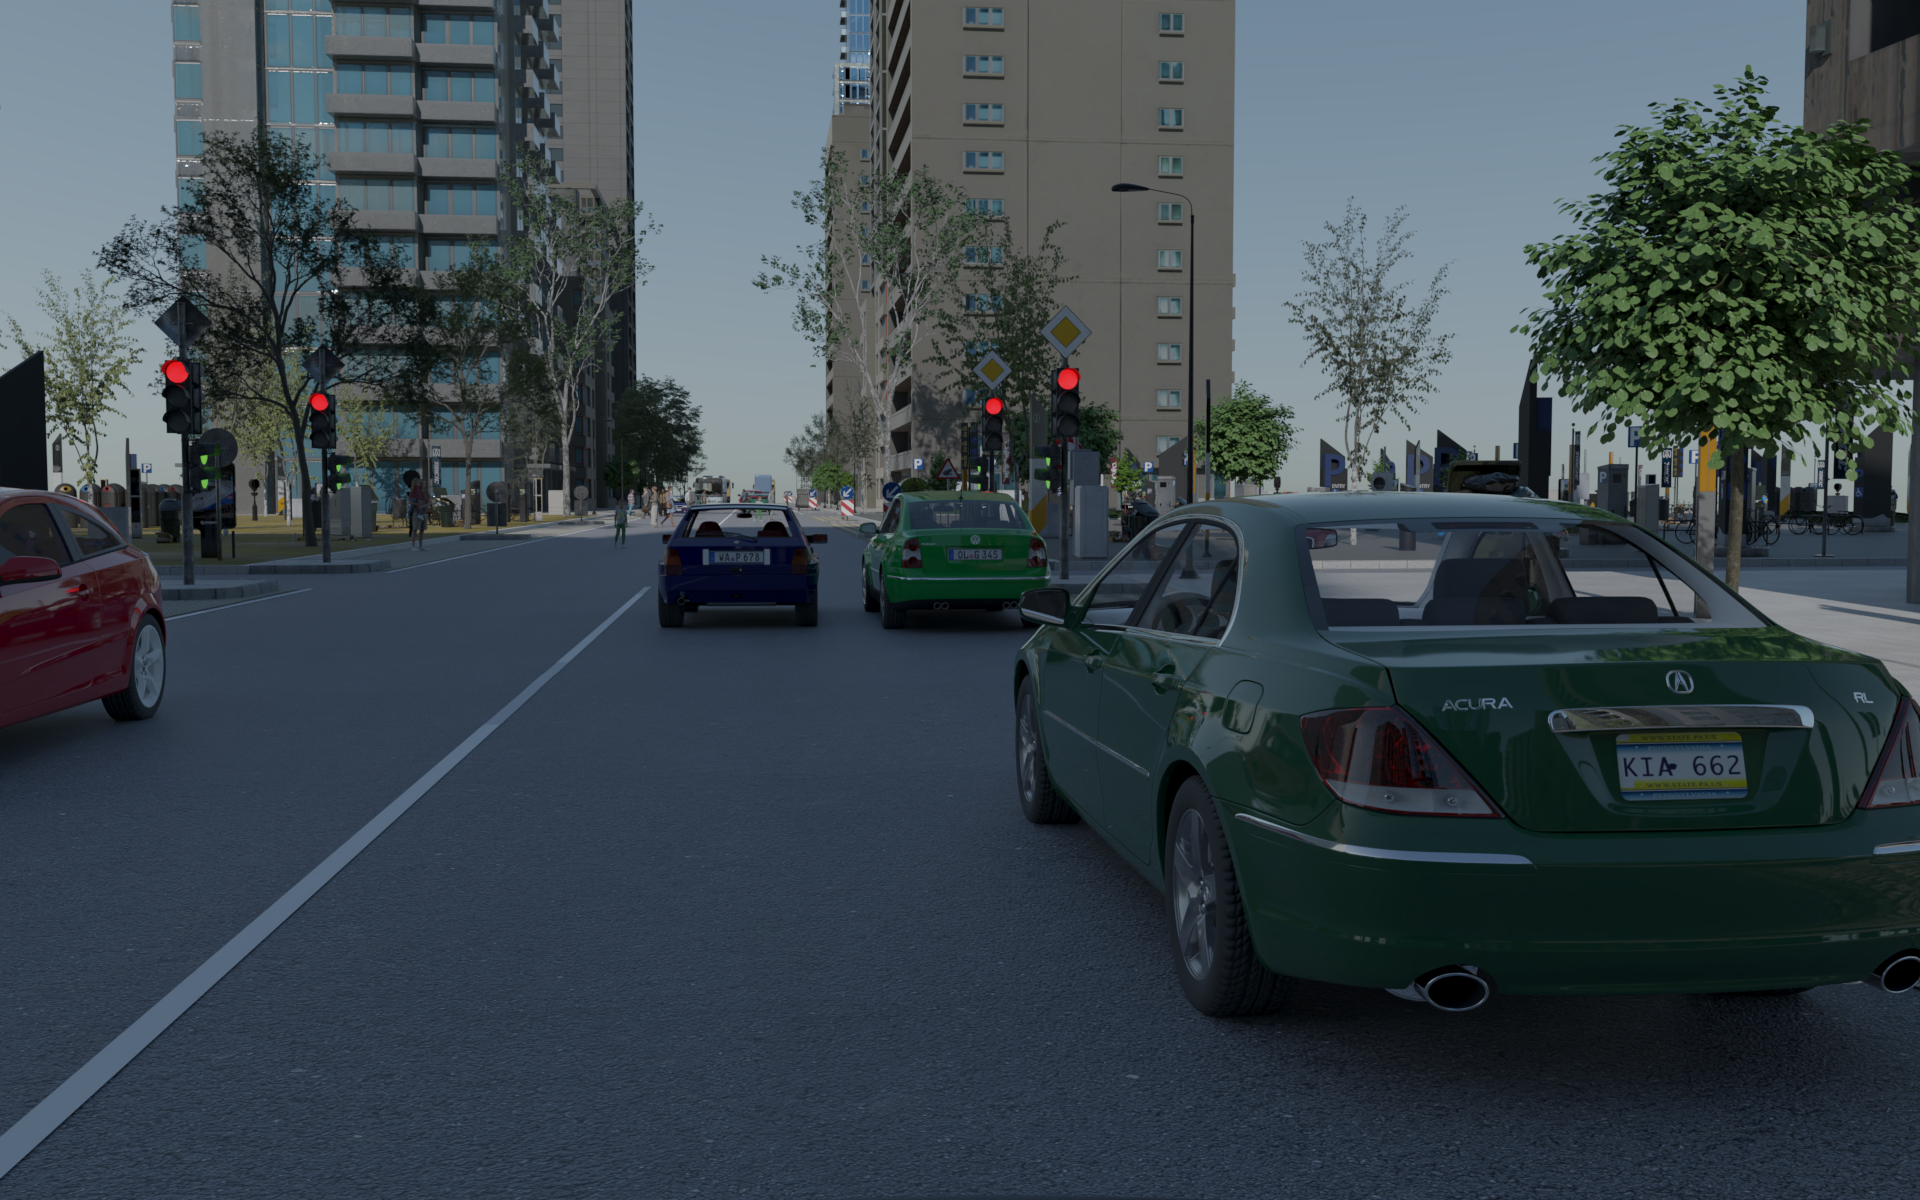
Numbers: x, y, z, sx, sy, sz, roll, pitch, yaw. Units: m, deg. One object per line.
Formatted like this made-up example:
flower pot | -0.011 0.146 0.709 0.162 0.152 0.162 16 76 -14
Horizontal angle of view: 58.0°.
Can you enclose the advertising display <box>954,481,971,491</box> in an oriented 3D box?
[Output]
advertising display | 0.133 -4.924 85.728 0.974 1.923 0.123 -3 4 -37

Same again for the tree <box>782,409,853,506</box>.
tree | -15.627 -15.720 191.432 8.767 10.594 7.601 0 4 3

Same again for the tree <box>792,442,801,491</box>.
tree | -20.103 -17.077 229.565 4.360 8.622 3.978 0 3 0

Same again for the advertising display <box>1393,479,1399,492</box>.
advertising display | 18.422 -4.213 74.089 0.974 1.923 0.123 -3 5 -41

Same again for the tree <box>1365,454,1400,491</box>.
tree | 20.273 -5.410 83.059 1.663 3.219 1.824 0 3 0

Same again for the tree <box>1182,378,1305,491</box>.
tree | 8.021 -3.982 48.818 4.285 4.588 4.351 0 3 0

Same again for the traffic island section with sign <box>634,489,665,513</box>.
traffic island section with sign | -23.738 -7.538 131.878 1.989 1.847 2.006 0 4 -7

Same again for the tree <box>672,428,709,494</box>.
tree | -42.362 -20.767 265.290 9.928 11.665 9.643 0 3 0

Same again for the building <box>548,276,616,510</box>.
building | -45.220 -18.673 150.337 27.650 21.520 28.899 0 4 -7

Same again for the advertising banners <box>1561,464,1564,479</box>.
advertising banners | 34.844 -6.397 100.781 0.090 3.025 2.074 0 4 4

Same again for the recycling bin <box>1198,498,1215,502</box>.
recycling bin | 14.819 -5.602 104.153 0.722 1.027 0.722 -2 4 -31

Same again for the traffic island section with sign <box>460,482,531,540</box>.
traffic island section with sign | -14.514 -2.791 54.268 1.989 1.847 2.006 0 4 -7

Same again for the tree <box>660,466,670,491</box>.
tree | -34.007 -15.050 196.423 4.360 8.622 3.978 0 3 0

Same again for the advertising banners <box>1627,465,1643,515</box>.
advertising banners | 39.914 -6.513 102.675 2.074 3.025 0.090 -3 5 -39

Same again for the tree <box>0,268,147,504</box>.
tree | -28.245 -6.436 55.595 4.737 8.622 4.395 0 3 0

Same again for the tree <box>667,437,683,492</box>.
tree | -34.839 -15.732 207.576 4.737 8.622 4.395 0 3 0

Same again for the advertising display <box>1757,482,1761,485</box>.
advertising display | 42.986 -5.365 92.930 0.974 1.923 0.123 -3 5 -43

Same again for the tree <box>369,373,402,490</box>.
tree | -35.824 -9.367 103.505 4.737 8.622 4.395 0 3 0

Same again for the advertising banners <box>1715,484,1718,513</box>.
advertising banners | 32.428 -4.774 74.247 0.090 3.025 2.074 2 4 26

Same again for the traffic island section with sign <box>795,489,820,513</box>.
traffic island section with sign | -11.378 -7.561 132.253 1.989 1.847 2.006 0 4 -7

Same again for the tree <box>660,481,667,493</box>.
tree | -35.025 -12.744 202.962 1.663 3.219 1.824 0 3 0

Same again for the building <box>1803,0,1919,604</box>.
building | 16.749 -15.011 17.132 14.160 30.474 14.107 0 4 -7

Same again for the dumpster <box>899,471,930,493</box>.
dumpster | -1.951 -4.329 73.278 1.502 2.255 1.985 0 4 -7

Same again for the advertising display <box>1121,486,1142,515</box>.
advertising display | 7.689 -4.431 77.652 0.974 1.923 0.123 -1 4 -11

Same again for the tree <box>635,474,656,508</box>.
tree | -29.562 -10.248 162.157 1.663 3.219 1.824 0 3 0

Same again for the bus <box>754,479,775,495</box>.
bus | -28.469 -15.961 252.514 2.896 3.916 12.252 -1 4 -9

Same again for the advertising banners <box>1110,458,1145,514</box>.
advertising banners | 8.153 -5.322 83.208 2.074 3.025 0.090 0 4 -1

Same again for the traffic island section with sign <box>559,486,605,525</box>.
traffic island section with sign | -17.690 -4.429 81.036 1.989 1.847 2.006 0 4 -7

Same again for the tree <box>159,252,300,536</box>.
tree | -22.660 -6.304 53.428 4.360 8.622 3.978 0 3 0

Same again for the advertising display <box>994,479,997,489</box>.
advertising display | 1.160 -4.346 76.277 0.974 1.923 0.123 2 4 31

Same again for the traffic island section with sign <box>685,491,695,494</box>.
traffic island section with sign | -33.348 -12.476 212.602 1.989 1.847 2.006 0 4 -7

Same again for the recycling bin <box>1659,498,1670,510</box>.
recycling bin | 40.639 -5.373 100.398 0.722 1.027 0.722 -3 5 -43

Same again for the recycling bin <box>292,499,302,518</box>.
recycling bin | -35.377 -4.872 92.205 0.722 1.027 0.722 -2 4 -27

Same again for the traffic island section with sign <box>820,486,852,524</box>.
traffic island section with sign | -5.577 -4.577 83.468 1.989 1.847 2.006 0 4 -7

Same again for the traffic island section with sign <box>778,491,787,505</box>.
traffic island section with sign | -24.437 -14.277 242.056 1.989 1.847 2.006 0 4 -7

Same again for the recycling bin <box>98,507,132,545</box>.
recycling bin | -16.564 -1.296 33.745 0.722 1.027 0.722 -1 4 -21

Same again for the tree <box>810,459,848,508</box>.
tree | -13.907 -11.909 178.424 4.285 4.588 4.351 0 3 0

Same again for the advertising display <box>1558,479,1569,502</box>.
advertising display | 25.529 -4.149 73.050 0.974 1.923 0.123 -3 5 -41

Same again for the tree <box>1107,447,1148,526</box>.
tree | 6.661 -4.659 70.770 1.663 3.219 1.824 0 3 0

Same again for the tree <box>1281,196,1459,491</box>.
tree | 10.230 -5.712 43.750 4.360 8.622 3.978 0 3 0

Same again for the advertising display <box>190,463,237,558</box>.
advertising display | -15.009 -1.801 34.658 0.974 1.923 0.123 -1 4 -15

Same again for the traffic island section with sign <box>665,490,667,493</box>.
traffic island section with sign | -26.930 -9.175 158.644 1.989 1.847 2.006 0 4 -7

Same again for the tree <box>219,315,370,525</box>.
tree | -27.521 -7.346 70.476 4.737 8.622 4.395 0 3 0

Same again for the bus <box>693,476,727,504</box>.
bus | -24.061 -10.565 167.600 2.948 3.499 13.247 0 4 -6

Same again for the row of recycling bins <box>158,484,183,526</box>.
row of recycling bins | -32.309 -3.840 69.902 1.069 1.692 3.534 0 4 1

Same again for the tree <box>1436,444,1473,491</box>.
tree | 19.485 -4.481 67.872 1.663 3.219 1.824 0 3 0

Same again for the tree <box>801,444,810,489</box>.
tree | -12.878 -13.407 169.567 4.360 8.622 3.978 0 3 0

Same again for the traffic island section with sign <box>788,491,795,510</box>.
traffic island section with sign | -14.559 -9.198 159.021 1.989 1.847 2.006 0 4 -7

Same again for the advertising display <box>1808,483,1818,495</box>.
advertising display | 49.790 -5.867 101.139 0.974 1.923 0.123 -3 5 -39

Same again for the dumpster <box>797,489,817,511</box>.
dumpster | -13.234 -8.663 149.852 1.865 1.857 1.264 0 4 -7

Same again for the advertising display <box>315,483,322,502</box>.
advertising display | -36.301 -5.711 98.584 0.123 1.923 0.974 2 4 26

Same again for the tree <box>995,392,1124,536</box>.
tree | 2.663 -4.523 57.672 4.285 4.588 4.351 0 3 0

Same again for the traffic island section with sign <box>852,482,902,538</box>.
traffic island section with sign | -2.384 -2.940 56.702 1.989 1.847 2.006 0 4 -7

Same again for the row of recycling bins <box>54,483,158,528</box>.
row of recycling bins | -32.307 -3.552 65.182 3.534 1.692 1.069 0 4 2

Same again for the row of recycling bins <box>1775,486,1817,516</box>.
row of recycling bins | 45.931 -5.412 95.596 1.069 1.692 3.534 -1 4 -11

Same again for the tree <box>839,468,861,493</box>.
tree | -8.087 -8.151 127.865 1.663 3.219 1.824 0 3 0

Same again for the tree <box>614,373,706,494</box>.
tree | -31.892 -16.913 183.176 9.857 13.997 8.962 0 3 0

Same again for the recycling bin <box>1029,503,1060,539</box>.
recycling bin | 2.453 -2.309 50.311 0.722 1.027 0.722 -1 4 -21

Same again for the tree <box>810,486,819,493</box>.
tree | -18.556 -13.982 223.205 1.663 3.219 1.824 0 3 0

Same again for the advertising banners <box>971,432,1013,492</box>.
advertising banners | 0.884 -3.248 49.292 0.090 3.025 2.074 -2 4 -35
